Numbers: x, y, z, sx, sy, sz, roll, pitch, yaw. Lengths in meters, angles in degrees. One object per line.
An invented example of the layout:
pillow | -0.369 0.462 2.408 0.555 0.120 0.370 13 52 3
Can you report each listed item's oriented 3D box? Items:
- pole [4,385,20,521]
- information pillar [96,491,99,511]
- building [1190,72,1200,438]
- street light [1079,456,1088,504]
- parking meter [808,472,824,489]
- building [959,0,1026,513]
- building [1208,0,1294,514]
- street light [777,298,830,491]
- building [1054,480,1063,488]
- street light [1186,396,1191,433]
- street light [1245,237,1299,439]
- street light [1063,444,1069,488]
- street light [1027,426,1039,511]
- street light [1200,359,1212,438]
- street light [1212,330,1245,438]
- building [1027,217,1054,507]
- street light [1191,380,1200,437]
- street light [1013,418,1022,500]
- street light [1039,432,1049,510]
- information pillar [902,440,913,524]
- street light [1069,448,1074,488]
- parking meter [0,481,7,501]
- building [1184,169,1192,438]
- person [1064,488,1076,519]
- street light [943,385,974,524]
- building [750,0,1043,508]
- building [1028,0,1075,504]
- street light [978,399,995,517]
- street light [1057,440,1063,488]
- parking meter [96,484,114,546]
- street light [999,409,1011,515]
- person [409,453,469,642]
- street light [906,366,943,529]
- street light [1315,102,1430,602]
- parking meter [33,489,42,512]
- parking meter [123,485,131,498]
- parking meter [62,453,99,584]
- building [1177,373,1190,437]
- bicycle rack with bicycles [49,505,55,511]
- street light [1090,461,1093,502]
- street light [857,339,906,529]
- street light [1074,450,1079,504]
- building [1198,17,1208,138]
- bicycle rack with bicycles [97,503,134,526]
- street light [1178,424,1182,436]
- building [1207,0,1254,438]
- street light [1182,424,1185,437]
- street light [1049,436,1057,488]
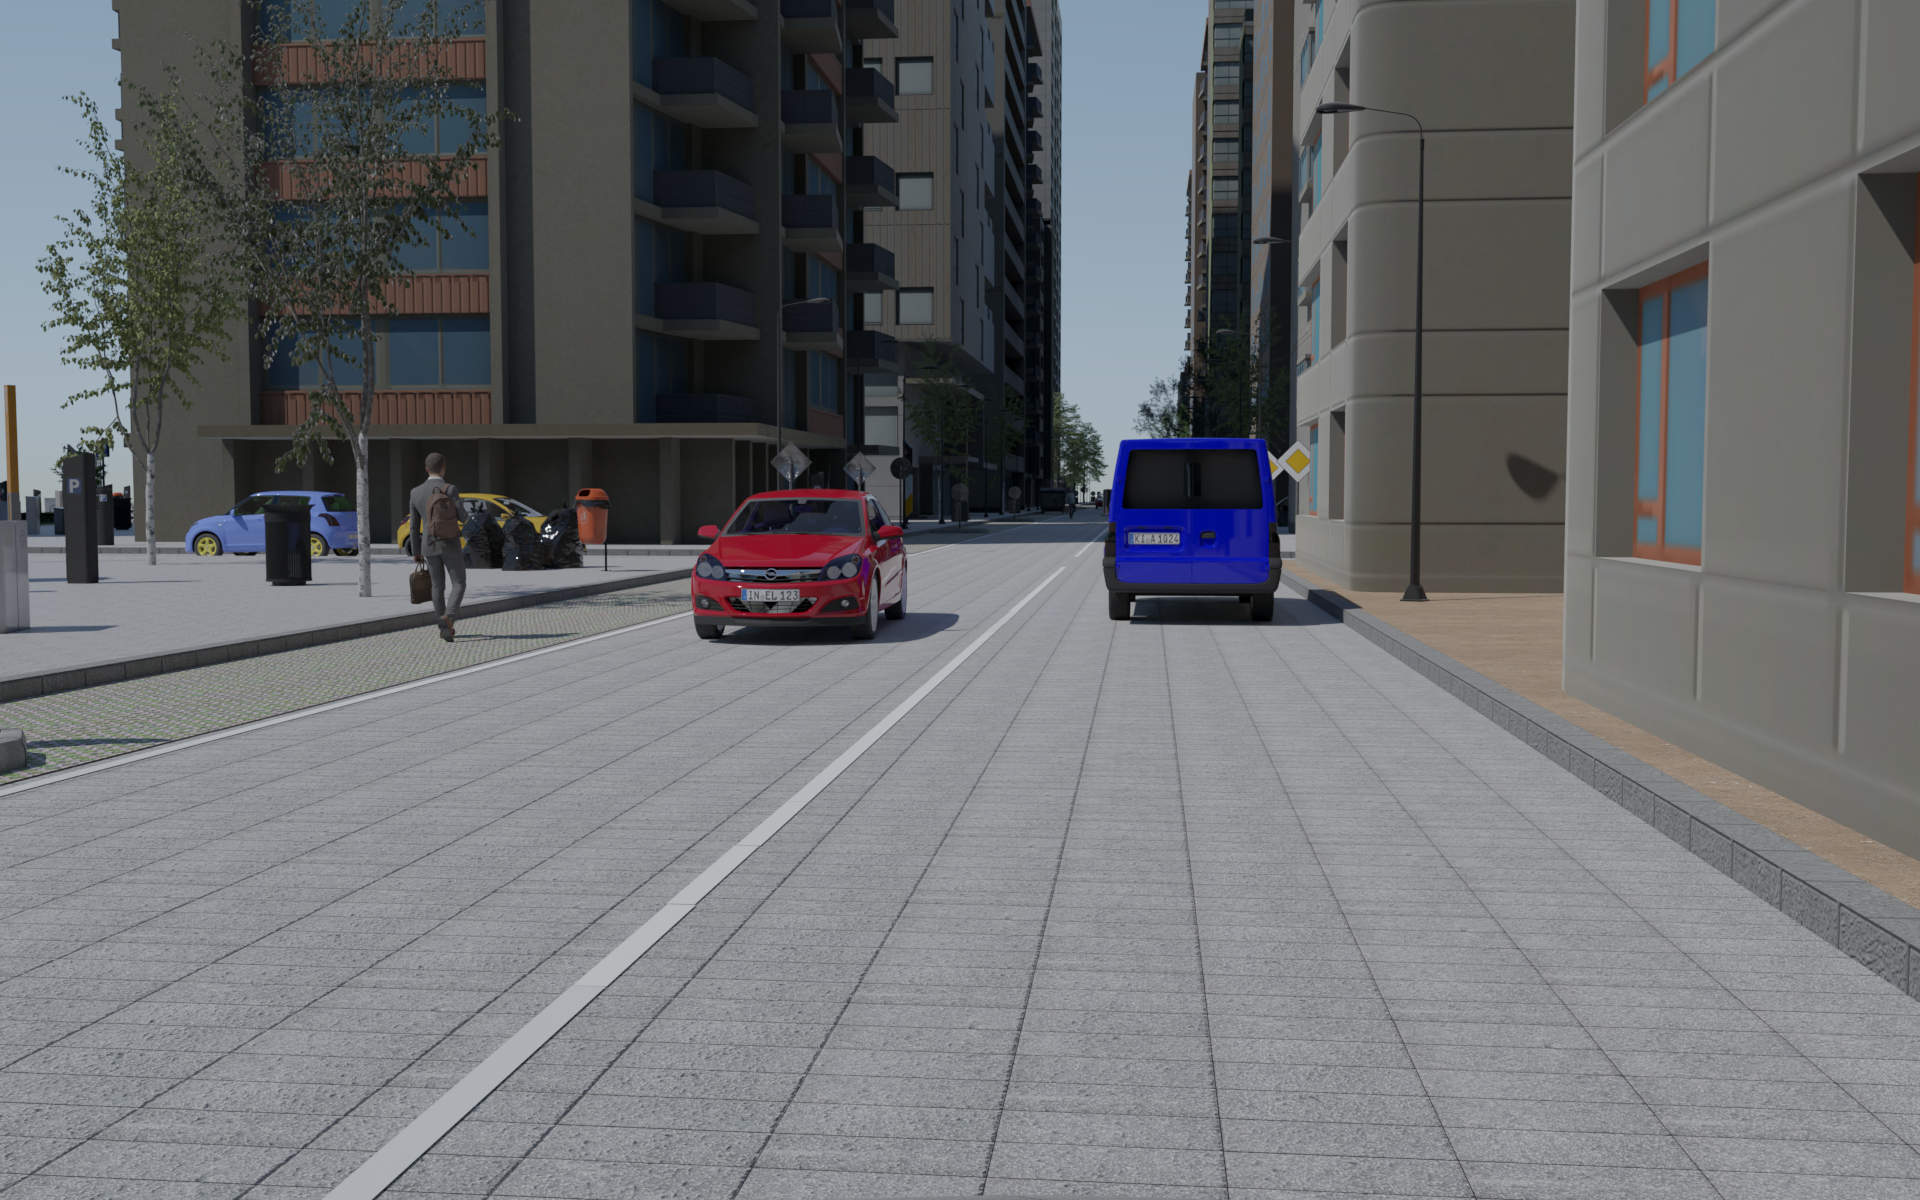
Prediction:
pole | -17.744 -2.361 32.442 0.158 3.312 0.155 0 3 0
information pillar | -44.160 -5.135 88.443 0.304 2.012 0.304 1 4 11
building | 31.186 -32.434 180.399 14.600 45.320 14.200 0 4 6
street light | 14.604 -14.595 211.172 1.470 5.913 1.316 0 4 6
parking meter | -3.828 -2.463 45.975 0.399 1.863 0.255 -1 4 -18
building | -6.523 -30.814 127.504 21.300 48.544 21.600 0 4 6
building | 26.773 -29.810 137.507 14.600 45.320 14.200 0 4 6
street light | -3.773 -4.202 41.248 1.470 5.913 1.316 0 4 6
building | -3.671 -31.898 213.415 32.217 40.220 23.993 0 4 6
street light | 11.530 -6.694 81.993 1.470 5.913 1.316 0 4 6
street light | 5.985 -3.600 31.394 1.470 5.913 1.316 0 4 6
street light | 9.186 -11.580 161.868 1.470 5.913 1.316 0 4 6
street light | 4.433 -8.883 117.776 1.470 5.913 1.316 0 4 6
street light | 9.118 -5.332 59.725 1.470 5.913 1.316 0 4 6
street light | 7.948 -4.679 49.037 1.470 5.913 1.316 0 4 6
building | 2.100 -24.660 174.898 14.160 30.474 14.107 0 4 6
street light | 10.268 -5.988 70.448 1.470 5.913 1.316 0 4 6
street light | 3.068 -8.145 105.708 1.470 5.913 1.316 0 4 6
street light | 5.654 -9.549 128.672 1.470 5.913 1.316 0 4 6
information pillar | -2.220 -5.002 73.131 0.504 3.616 0.183 3 4 38
street light | 10.402 -12.255 172.907 1.470 5.913 1.316 0 4 6
parking meter | -49.522 -5.152 89.949 0.399 1.863 0.255 -1 4 -14
building | 40.822 -35.093 228.399 22.147 44.769 28.867 0 4 6
person | 6.372 -5.610 100.706 0.782 1.767 0.515 -3 4 -37
street light | -0.226 -6.182 73.621 1.470 5.913 1.316 0 4 6
building | -4.145 -30.516 153.562 22.147 44.769 28.867 0 4 6
building | 6.659 -49.924 254.510 20.563 71.187 20.611 0 4 6
street light | 0.901 -6.836 84.314 1.470 5.913 1.316 0 4 6
street light | 7.897 -10.857 150.058 1.470 5.913 1.316 0 4 6
parking meter | -21.358 -2.132 43.276 0.372 1.533 0.369 0 3 0
street light | 1.974 -7.491 95.012 1.470 5.913 1.316 0 4 6
person | -5.083 -0.516 16.899 0.622 1.834 0.822 0 4 1
street light | -1.500 -5.529 62.944 1.470 5.913 1.316 0 4 6
street light | 4.914 -2.942 20.651 1.470 5.913 1.316 0 4 6
parking meter | -48.261 -5.027 90.607 0.372 1.533 0.369 0 3 0
parking meter | -56.369 -6.821 117.230 0.399 1.863 0.255 0 4 -2
parking meter | -12.620 -1.170 24.842 0.399 1.863 0.255 1 4 10
building | 46.426 -25.227 257.502 27.650 21.520 28.899 0 4 6
bicycle rack with bicycles | -55.135 -5.812 108.401 2.925 0.926 2.852 -1 4 -16
street light | 16.832 -15.956 233.421 1.470 5.913 1.316 0 4 6
street light | -2.519 -4.873 52.216 1.470 5.913 1.316 0 4 6
street light | 11.593 -12.908 183.593 1.470 5.913 1.316 0 4 6
building | 33.027 -30.816 158.469 22.147 44.769 28.867 0 4 6
bicycle rack with bicycles | -34.182 -3.485 70.367 2.925 0.926 2.852 -1 4 -17
street light | 14.920 -8.668 114.259 1.470 5.913 1.316 0 4 6
building | 24.688 -26.859 122.737 14.154 41.232 14.086 0 4 6
street light | 12.758 -7.348 92.675 1.470 5.913 1.316 0 4 6
street light | 6.801 -10.203 139.362 1.470 5.913 1.316 0 4 6
